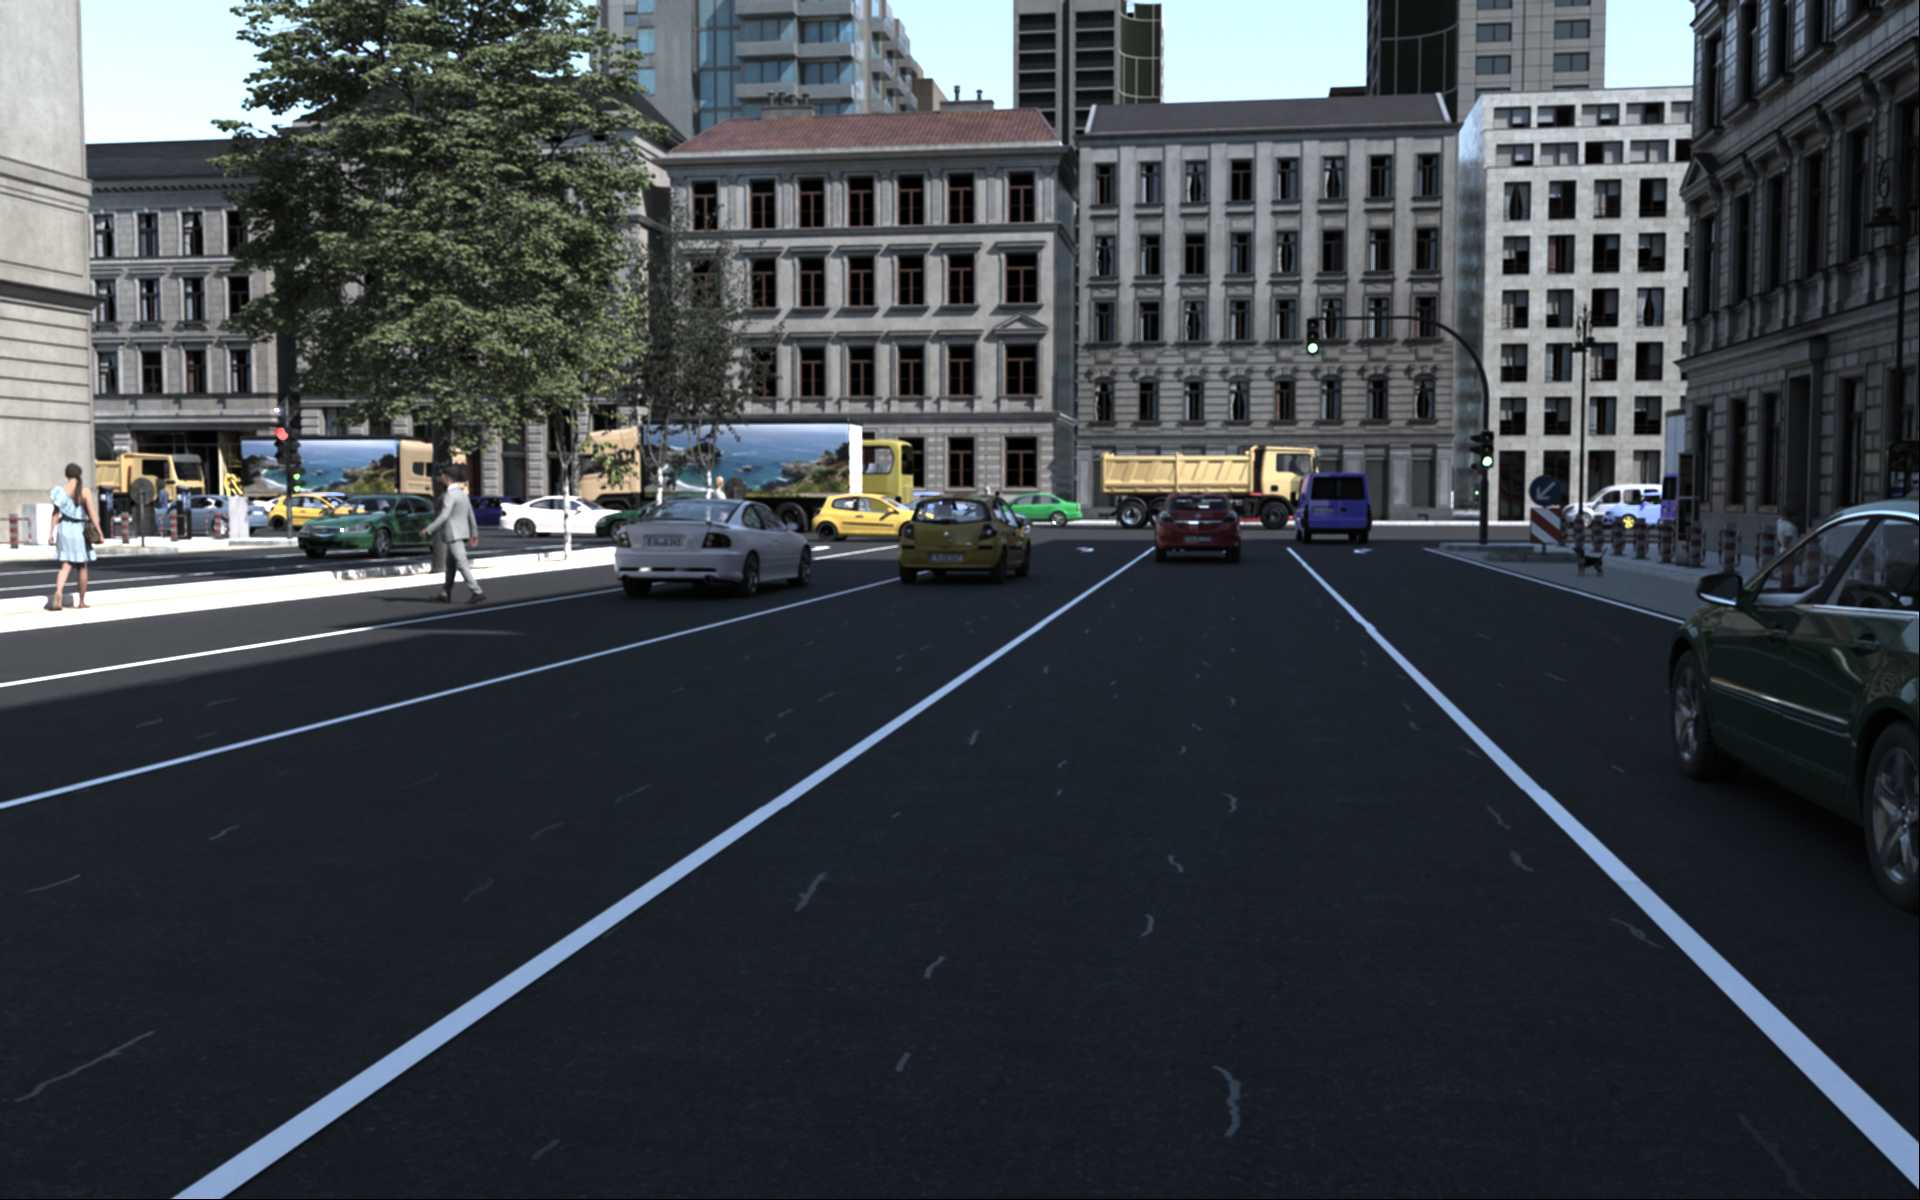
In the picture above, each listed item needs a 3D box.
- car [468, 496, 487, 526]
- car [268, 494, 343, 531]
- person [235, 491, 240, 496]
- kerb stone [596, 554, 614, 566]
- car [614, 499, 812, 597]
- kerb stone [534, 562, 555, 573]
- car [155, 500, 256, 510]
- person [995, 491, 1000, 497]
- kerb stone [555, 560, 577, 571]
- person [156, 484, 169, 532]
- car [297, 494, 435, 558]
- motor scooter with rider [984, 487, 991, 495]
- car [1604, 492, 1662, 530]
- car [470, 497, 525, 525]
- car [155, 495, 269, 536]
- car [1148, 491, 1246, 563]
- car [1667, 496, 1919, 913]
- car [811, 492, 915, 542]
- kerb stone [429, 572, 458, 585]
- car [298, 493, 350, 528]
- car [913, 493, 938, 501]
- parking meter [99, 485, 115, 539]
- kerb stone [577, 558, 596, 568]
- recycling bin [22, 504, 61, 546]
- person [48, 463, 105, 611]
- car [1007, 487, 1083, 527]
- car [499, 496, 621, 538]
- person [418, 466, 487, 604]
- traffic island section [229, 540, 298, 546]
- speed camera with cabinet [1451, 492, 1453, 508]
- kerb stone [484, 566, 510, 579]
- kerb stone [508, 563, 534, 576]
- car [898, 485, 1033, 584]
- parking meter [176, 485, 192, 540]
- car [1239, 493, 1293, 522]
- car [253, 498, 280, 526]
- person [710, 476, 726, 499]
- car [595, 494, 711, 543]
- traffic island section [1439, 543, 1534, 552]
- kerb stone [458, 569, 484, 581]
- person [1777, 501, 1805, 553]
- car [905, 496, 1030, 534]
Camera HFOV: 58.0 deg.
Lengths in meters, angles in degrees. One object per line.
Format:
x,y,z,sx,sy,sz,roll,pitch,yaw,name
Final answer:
-22.742,-4.057,78.906,3.894,1.354,1.945,1,4,9,car
-24.743,-3.487,67.236,3.980,1.641,2.015,0,4,8,car
-31.670,-3.982,75.817,0.614,1.554,0.590,2,4,28,person
-7.255,-0.777,34.895,0.120,0.150,1.000,1,4,9,kerb stone
-3.549,-0.810,25.609,2.083,1.381,4.827,1,4,10,car
-7.739,-0.591,31.850,0.120,0.150,1.000,1,4,9,kerb stone
-30.237,-3.433,68.487,4.827,1.381,2.083,1,4,10,car
1.471,-3.376,66.076,0.453,1.535,0.546,1,4,9,person
-7.570,-0.649,32.864,0.120,0.150,1.000,1,4,9,kerb stone
-30.200,-3.481,65.601,0.419,1.800,0.721,0,4,-6,person
-13.531,-1.748,40.377,2.131,1.459,4.920,1,4,11,car
0.876,-3.847,71.860,1.986,1.779,0.876,0,4,8,motor scooter with rider
28.163,-3.725,70.499,3.694,1.707,1.945,0,4,8,car
-19.229,-3.511,69.981,3.894,1.354,1.945,1,4,8,car
-26.437,-2.955,60.312,4.499,1.417,2.014,1,4,8,car
5.172,-1.759,37.793,2.155,1.783,4.494,0,4,7,car
4.342,0.281,7.200,2.131,1.459,4.920,1,4,9,car
-2.499,-2.593,52.613,3.980,1.641,2.015,1,4,11,car
-8.379,-0.339,27.780,0.120,0.150,1.000,1,4,9,kerb stone
-26.343,-3.873,72.909,3.694,1.707,1.945,1,4,8,car
-1.158,-3.975,74.582,3.694,1.707,1.945,0,4,8,car
-24.384,-2.512,49.488,0.372,1.533,0.369,0,3,0,parking meter
-7.409,-0.715,33.879,0.120,0.150,1.000,1,4,9,kerb stone
-22.745,-1.863,43.007,0.722,1.027,0.722,2,4,32,recycling bin
-10.886,-0.778,21.322,0.616,1.811,0.778,0,4,-4,person
3.094,-4.182,77.171,4.718,1.807,1.959,0,4,7,car
-12.873,-2.767,57.601,4.827,1.381,2.083,0,4,7,car
-6.591,-0.848,22.633,0.850,1.792,0.678,1,4,9,person
-19.050,-1.646,49.198,2.009,0.180,2.903,1,4,9,traffic island section
31.870,-7.198,112.030,2.038,3.252,0.660,-1,4,-19,speed camera with cabinet
-8.049,-0.464,29.812,0.120,0.150,1.000,1,4,9,kerb stone
-7.890,-0.528,30.834,0.120,0.150,1.000,1,4,9,kerb stone
0.143,-1.160,29.196,2.015,1.641,3.980,1,4,11,car
-21.789,-2.459,48.619,0.372,1.533,0.369,0,3,0,parking meter
12.582,-4.172,77.258,4.494,1.783,2.155,1,4,8,car
-29.582,-4.034,78.320,4.827,1.381,2.083,1,4,9,car
-4.720,-1.515,33.627,0.624,1.780,0.694,-2,4,-25,person
-8.326,-2.399,51.025,4.920,1.459,2.131,0,4,8,car
13.343,-1.335,44.111,2.009,0.180,2.903,1,4,9,traffic island section
-8.220,-0.402,28.796,0.120,0.150,1.000,1,4,9,kerb stone
9.922,-0.506,20.683,0.340,1.345,0.435,0,4,2,person
-0.036,-2.620,54.836,4.499,1.417,2.014,1,4,9,car
